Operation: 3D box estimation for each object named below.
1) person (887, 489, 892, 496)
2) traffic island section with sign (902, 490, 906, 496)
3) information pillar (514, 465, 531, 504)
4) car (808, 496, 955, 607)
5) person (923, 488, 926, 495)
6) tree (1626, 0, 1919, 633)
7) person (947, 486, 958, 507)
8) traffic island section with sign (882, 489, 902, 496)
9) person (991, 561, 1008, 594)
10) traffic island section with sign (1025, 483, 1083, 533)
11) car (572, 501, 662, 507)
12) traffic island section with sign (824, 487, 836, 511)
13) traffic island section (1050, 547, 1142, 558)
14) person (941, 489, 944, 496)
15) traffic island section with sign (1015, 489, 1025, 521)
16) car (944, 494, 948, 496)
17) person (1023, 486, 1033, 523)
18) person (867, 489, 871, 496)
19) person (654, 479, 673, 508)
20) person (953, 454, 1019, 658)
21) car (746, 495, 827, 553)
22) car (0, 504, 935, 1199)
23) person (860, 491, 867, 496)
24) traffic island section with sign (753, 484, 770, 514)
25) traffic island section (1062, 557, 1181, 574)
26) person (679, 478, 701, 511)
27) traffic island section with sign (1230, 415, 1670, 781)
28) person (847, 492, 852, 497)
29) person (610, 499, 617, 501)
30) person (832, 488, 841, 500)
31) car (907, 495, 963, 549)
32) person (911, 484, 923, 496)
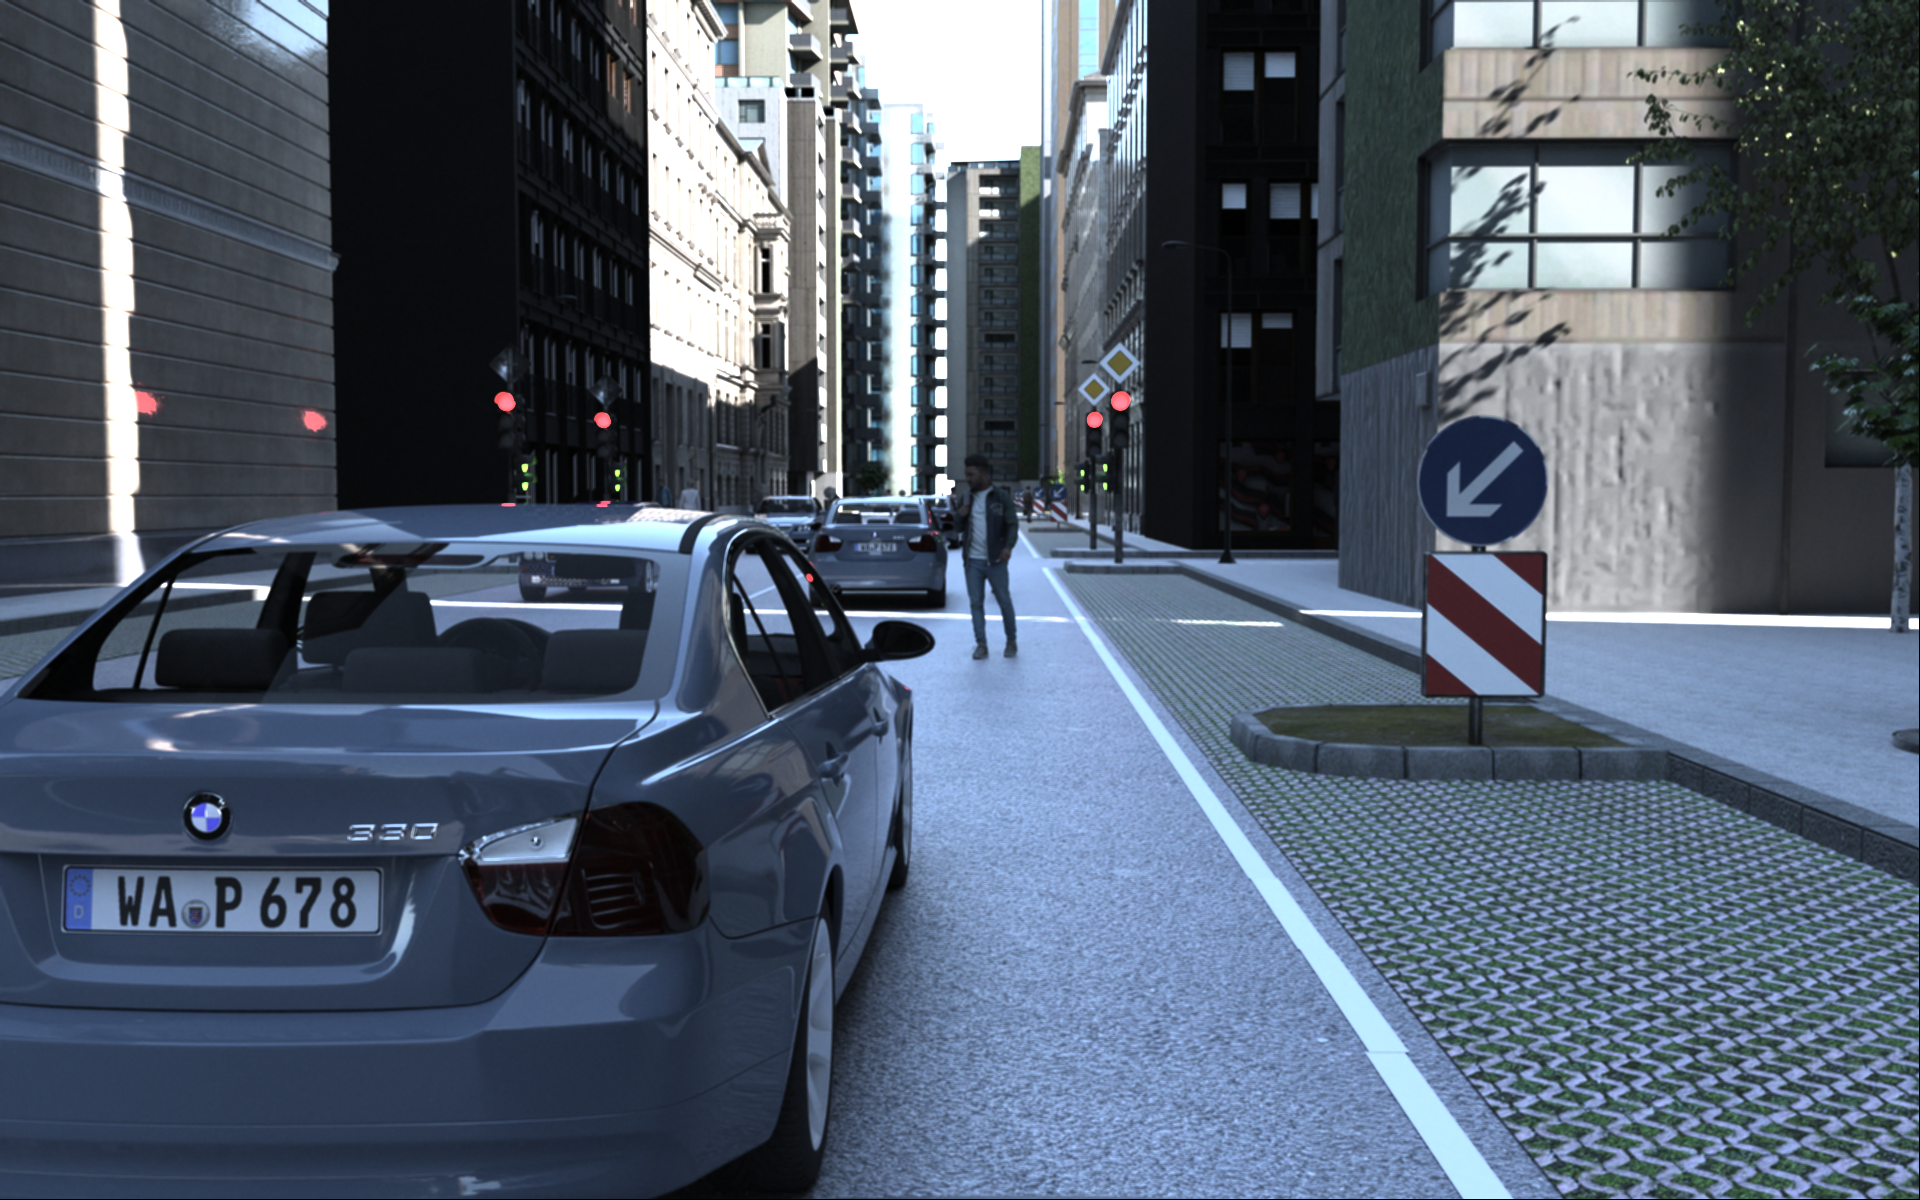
[{"bbox_3d":[-4.373,-6.055,108.344,0.643,1.720,0.563,-2,4,-29],"label":"person"},{"bbox_3d":[-5.568,-9.840,169.511,1.989,1.847,2.006,0,4,1],"label":"traffic island section with sign"},{"bbox_3d":[-9.925,-2.131,39.331,0.304,2.012,0.304,0,4,0],"label":"information pillar"},{"bbox_3d":[-1.050,-0.687,23.234,2.014,1.417,4.499,0,4,0],"label":"car"},{"bbox_3d":[-1.930,-5.090,92.470,0.760,1.731,0.466,-1,4,-15],"label":"person"},{"bbox_3d":[8.465,-4.000,15.756,4.737,8.622,4.395,0,3,0],"label":"tree"},{"bbox_3d":[-0.319,-3.383,64.643,0.563,1.720,0.643,3,5,42],"label":"person"},{"bbox_3d":[-6.048,-8.192,142.560,1.989,1.847,2.006,0,4,1],"label":"traffic island section with sign"},{"bbox_3d":[0.530,-0.721,24.965,0.362,1.253,0.373,0,4,2],"label":"person"},{"bbox_3d":[3.571,-3.451,65.044,1.989,1.847,2.006,0,4,1],"label":"traffic island section with sign"},{"bbox_3d":[-5.012,-0.730,24.519,1.945,1.354,3.894,0,4,1],"label":"car"},{"bbox_3d":[-6.949,-5.160,92.986,1.989,1.847,2.006,0,4,1],"label":"traffic island section with sign"},{"bbox_3d":[3.111,-1.092,40.142,2.009,0.180,2.903,0,4,1],"label":"traffic island section"},{"bbox_3d":[-1.400,-8.083,140.790,0.705,1.807,1.348,0,4,7],"label":"person"},{"bbox_3d":[4.056,-5.099,91.995,1.989,1.847,2.006,0,4,1],"label":"traffic island section with sign"},{"bbox_3d":[-1.412,-10.230,177.487,2.015,1.641,3.980,0,4,3],"label":"car"},{"bbox_3d":[3.392,-4.758,86.265,0.622,1.834,0.822,2,4,30],"label":"person"},{"bbox_3d":[-8.134,-9.007,154.229,0.530,1.710,0.541,-1,4,-17],"label":"person"},{"bbox_3d":[-9.998,-3.178,58.345,0.601,1.785,0.444,2,4,24],"label":"person"},{"bbox_3d":[0.223,-0.387,15.169,0.623,1.781,0.721,1,4,12],"label":"person"},{"bbox_3d":[-4.245,-1.898,43.028,2.014,1.417,4.499,0,4,1],"label":"car"},{"bbox_3d":[-1.101,0.436,4.881,2.014,1.417,4.499,0,4,2],"label":"car"},{"bbox_3d":[-9.131,-9.819,167.365,1.217,1.735,0.721,0,4,6],"label":"person"},{"bbox_3d":[-7.451,-3.451,65.059,1.989,1.847,2.006,0,4,1],"label":"traffic island section with sign"},{"bbox_3d":[2.966,-0.604,32.158,2.009,0.180,2.903,0,4,1],"label":"traffic island section"},{"bbox_3d":[-6.984,-2.245,45.078,0.818,1.842,0.514,3,5,40],"label":"person"},{"bbox_3d":[2.555,-0.057,9.558,1.989,1.847,2.006,0,4,1],"label":"traffic island section with sign"},{"bbox_3d":[-10.951,-9.864,167.280,1.348,1.831,0.705,-3,5,-39],"label":"person"},{"bbox_3d":[-8.594,-1.850,43.021,0.475,1.303,0.640,2,4,29],"label":"person"},{"bbox_3d":[-7.308,-5.625,100.816,0.721,1.781,0.623,0,4,4],"label":"person"},{"bbox_3d":[-0.833,-2.126,46.761,2.014,1.417,4.499,0,4,2],"label":"car"},{"bbox_3d":[-1.659,-3.726,69.190,0.659,1.850,0.755,3,4,36],"label":"person"}]
